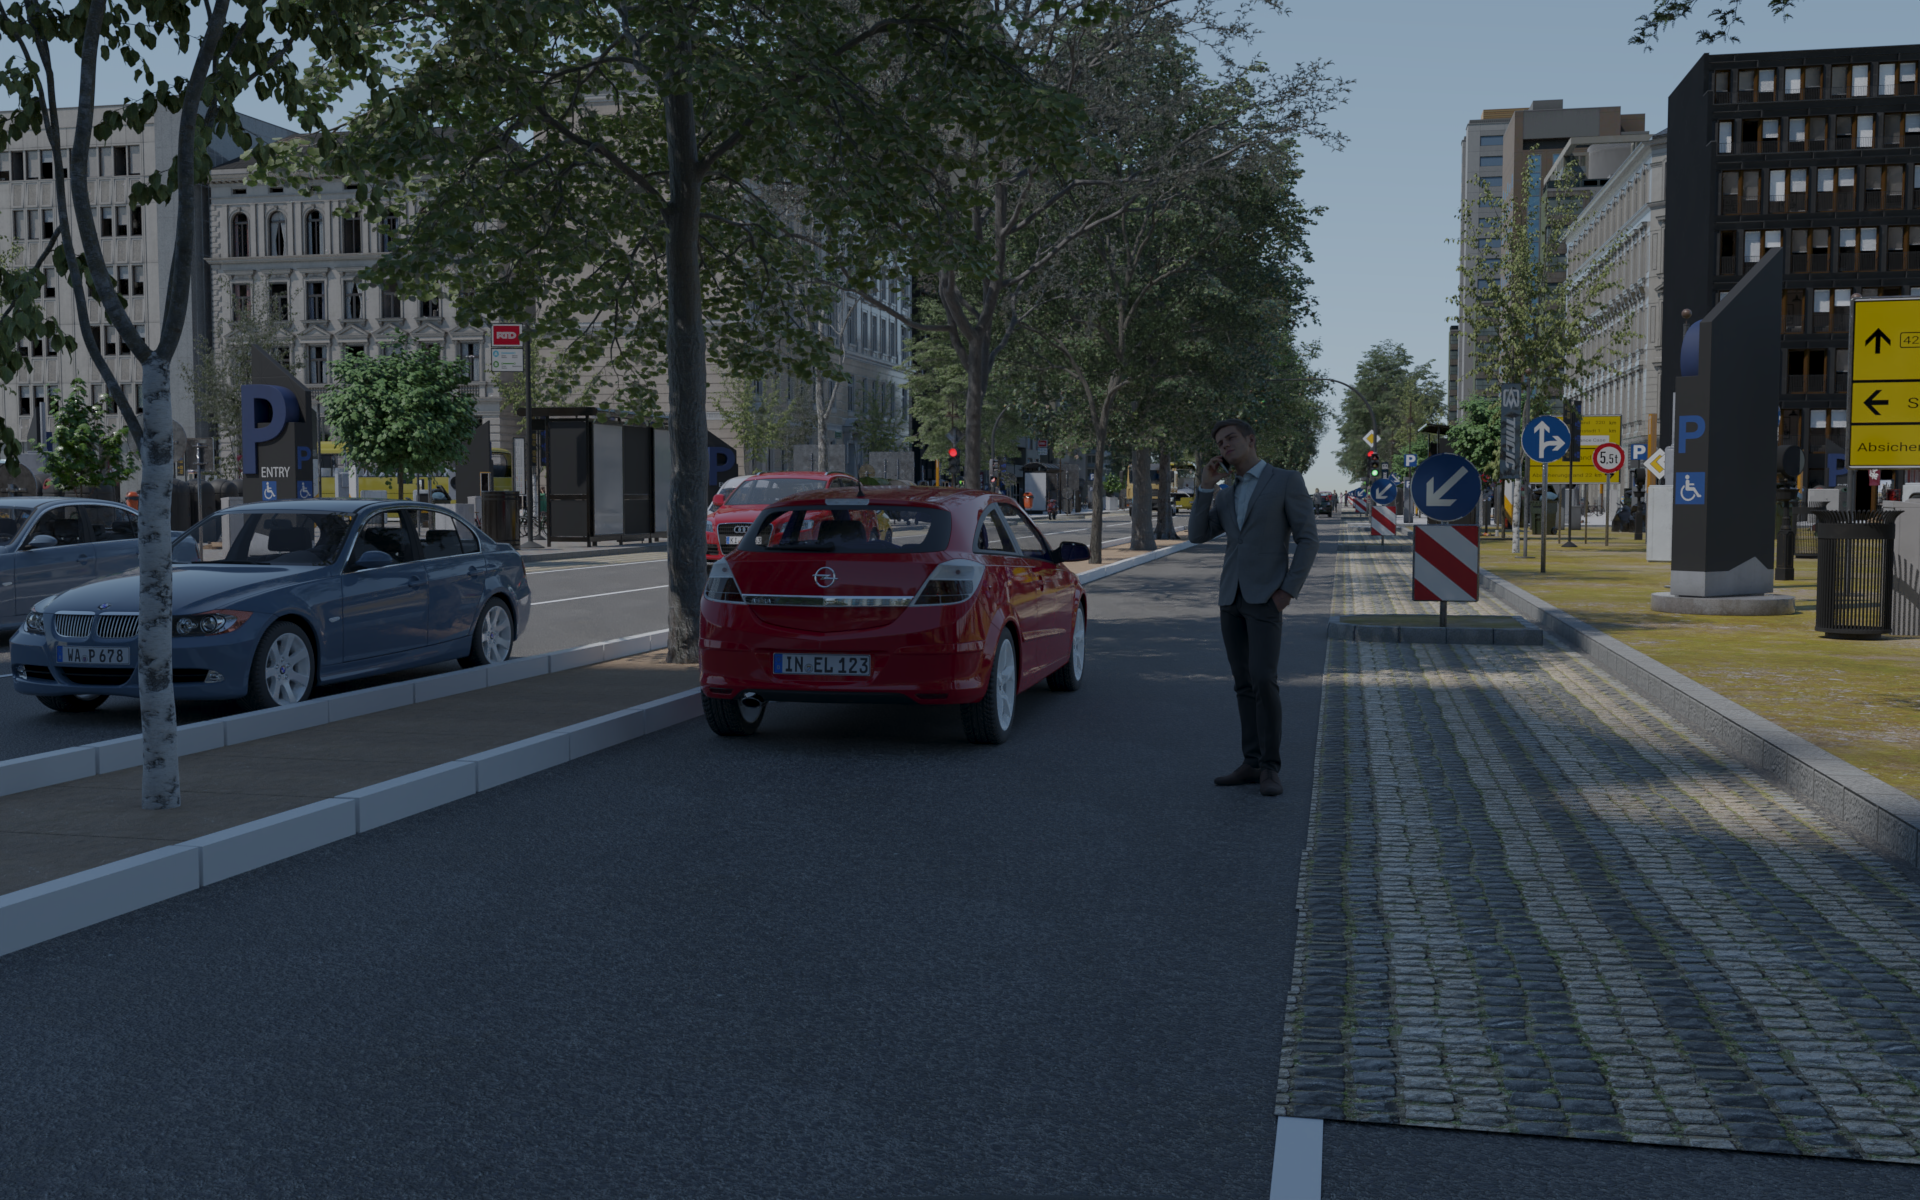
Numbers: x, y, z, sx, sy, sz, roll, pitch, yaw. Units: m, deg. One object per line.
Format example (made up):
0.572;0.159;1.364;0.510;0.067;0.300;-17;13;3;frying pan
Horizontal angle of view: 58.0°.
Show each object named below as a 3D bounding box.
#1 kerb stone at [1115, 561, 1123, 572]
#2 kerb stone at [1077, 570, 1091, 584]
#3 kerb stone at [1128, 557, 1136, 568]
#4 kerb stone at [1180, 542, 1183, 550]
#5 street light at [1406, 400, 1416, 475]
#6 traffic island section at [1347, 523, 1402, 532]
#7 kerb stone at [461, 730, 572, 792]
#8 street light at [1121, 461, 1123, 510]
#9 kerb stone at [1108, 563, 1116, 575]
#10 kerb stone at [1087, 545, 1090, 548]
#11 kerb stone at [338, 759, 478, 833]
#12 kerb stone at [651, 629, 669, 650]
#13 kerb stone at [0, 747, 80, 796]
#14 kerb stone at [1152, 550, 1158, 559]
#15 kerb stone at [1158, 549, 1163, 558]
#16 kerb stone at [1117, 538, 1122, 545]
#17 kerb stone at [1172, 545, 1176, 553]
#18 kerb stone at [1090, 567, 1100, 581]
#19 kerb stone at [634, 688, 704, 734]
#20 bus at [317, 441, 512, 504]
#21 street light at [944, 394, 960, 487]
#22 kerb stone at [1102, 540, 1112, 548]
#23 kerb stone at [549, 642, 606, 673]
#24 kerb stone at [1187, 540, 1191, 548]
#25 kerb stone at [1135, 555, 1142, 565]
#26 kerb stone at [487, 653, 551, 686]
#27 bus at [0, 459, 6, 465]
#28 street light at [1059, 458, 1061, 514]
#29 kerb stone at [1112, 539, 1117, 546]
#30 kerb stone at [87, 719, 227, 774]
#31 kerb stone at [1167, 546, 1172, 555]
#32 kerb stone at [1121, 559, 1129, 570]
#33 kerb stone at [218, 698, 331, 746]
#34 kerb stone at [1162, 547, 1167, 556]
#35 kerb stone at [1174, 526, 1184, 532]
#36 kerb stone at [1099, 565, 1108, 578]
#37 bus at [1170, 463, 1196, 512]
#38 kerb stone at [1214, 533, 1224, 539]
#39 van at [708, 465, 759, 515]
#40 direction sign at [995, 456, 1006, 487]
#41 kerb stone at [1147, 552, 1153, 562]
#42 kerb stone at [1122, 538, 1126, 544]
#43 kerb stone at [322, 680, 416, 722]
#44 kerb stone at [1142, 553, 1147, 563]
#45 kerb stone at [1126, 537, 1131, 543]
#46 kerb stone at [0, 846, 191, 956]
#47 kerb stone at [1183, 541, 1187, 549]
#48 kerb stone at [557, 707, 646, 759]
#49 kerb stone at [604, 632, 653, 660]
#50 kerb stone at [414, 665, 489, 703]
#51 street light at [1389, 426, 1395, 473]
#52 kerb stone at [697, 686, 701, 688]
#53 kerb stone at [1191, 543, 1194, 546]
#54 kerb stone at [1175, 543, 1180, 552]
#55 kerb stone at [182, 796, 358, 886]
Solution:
2.828;-0.585;31.841;0.120;0.150;1.000;1;4;12;kerb stone
1.937;-0.344;27.833;0.120;0.150;1.000;1;4;12;kerb stone
3.263;-0.712;33.843;0.120;0.150;1.000;1;4;12;kerb stone
5.478;-1.324;43.843;0.120;0.150;1.000;1;4;12;kerb stone
22.204;-6.894;85.508;0.468;5.910;1.993;1;4;12;street light
16.203;-2.782;67.759;2.009;0.180;2.903;1;4;12;traffic island section
-2.266;0.818;8.826;0.120;0.150;1.000;1;4;12;kerb stone
13.327;-10.346;141.946;0.468;5.910;1.993;1;4;12;street light
2.606;-0.529;30.837;0.120;0.150;1.000;1;4;12;kerb stone
3.443;-1.352;44.308;0.120;0.150;1.000;1;4;12;kerb stone
-2.487;0.879;7.819;0.120;0.150;1.000;1;4;12;kerb stone
-2.768;0.362;16.281;0.120;0.150;1.000;1;4;12;kerb stone
-4.544;0.850;8.293;0.120;0.150;1.000;1;4;12;kerb stone
4.149;-0.957;37.835;0.120;0.150;1.000;1;4;12;kerb stone
4.382;-1.015;38.831;0.120;0.150;1.000;1;4;12;kerb stone
4.326;-1.596;48.313;0.120;0.150;1.000;1;4;12;kerb stone
5.044;-1.196;41.844;0.120;0.150;1.000;1;4;12;kerb stone
2.161;-0.406;28.834;0.120;0.150;1.000;1;4;12;kerb stone
-1.826;0.696;10.824;0.120;0.150;1.000;1;4;12;kerb stone
-27.151;-5.482;81.177;12.252;3.916;2.896;1;4;13;bus
-0.338;-6.548;79.840;0.468;5.910;1.993;1;4;12;street light
3.882;-1.475;46.317;0.120;0.150;1.000;1;4;12;kerb stone
-3.205;0.484;14.281;0.120;0.150;1.000;1;4;12;kerb stone
5.932;-1.445;45.849;0.120;0.150;1.000;1;4;12;kerb stone
3.491;-0.773;34.840;0.120;0.150;1.000;1;4;12;kerb stone
-3.438;0.545;13.285;0.120;0.150;1.000;1;4;12;kerb stone
-52.481;-5.601;86.433;13.247;3.499;2.948;1;4;11;bus
6.432;-8.448;110.907;0.468;5.910;1.993;1;4;12;street light
4.103;-1.536;47.315;0.120;0.150;1.000;1;4;12;kerb stone
-4.317;0.789;9.290;0.120;0.150;1.000;1;4;12;kerb stone
4.827;-1.138;40.840;0.120;0.150;1.000;1;4;12;kerb stone
3.043;-0.651;32.844;0.120;0.150;1.000;1;4;12;kerb stone
-4.093;0.728;10.288;0.120;0.150;1.000;1;4;12;kerb stone
4.599;-1.077;39.830;0.120;0.150;1.000;1;4;12;kerb stone
8.536;-2.761;67.331;0.120;0.150;1.000;1;4;12;kerb stone
2.377;-0.467;29.833;0.120;0.150;1.000;1;4;12;kerb stone
17.125;-8.636;132.748;2.896;3.916;12.252;1;4;11;bus
8.811;-2.244;58.883;0.120;0.150;1.000;1;4;12;kerb stone
-4.182;-1.748;35.588;2.013;2.044;4.112;1;4;13;van
2.325;-6.778;102.819;0.876;3.537;0.379;1;4;14;direction sign
3.939;-0.895;36.834;0.120;0.150;1.000;1;4;12;kerb stone
4.545;-1.659;49.315;0.120;0.150;1.000;1;4;12;kerb stone
-3.881;0.667;11.288;0.120;0.150;1.000;1;4;12;kerb stone
3.712;-0.833;35.838;0.120;0.150;1.000;1;4;12;kerb stone
4.777;-1.719;50.319;0.120;0.150;1.000;1;4;12;kerb stone
-2.935;1.001;5.824;0.120;0.150;1.000;1;4;12;kerb stone
5.711;-1.385;44.844;0.120;0.150;1.000;1;4;12;kerb stone
-2.049;0.757;9.825;0.120;0.150;1.000;1;4;12;kerb stone
-2.986;0.423;15.279;0.120;0.150;1.000;1;4;12;kerb stone
-3.656;0.607;12.286;0.120;0.150;1.000;1;4;12;kerb stone
29.088;-8.797;116.617;0.468;5.910;1.993;1;4;12;street light
-1.608;0.634;11.823;0.120;0.150;1.000;1;4;12;kerb stone
6.146;-1.506;46.849;0.120;0.150;1.000;1;4;12;kerb stone
5.266;-1.260;42.843;0.120;0.150;1.000;1;4;12;kerb stone
-2.714;0.944;6.823;0.120;0.150;1.000;1;4;12;kerb stone
